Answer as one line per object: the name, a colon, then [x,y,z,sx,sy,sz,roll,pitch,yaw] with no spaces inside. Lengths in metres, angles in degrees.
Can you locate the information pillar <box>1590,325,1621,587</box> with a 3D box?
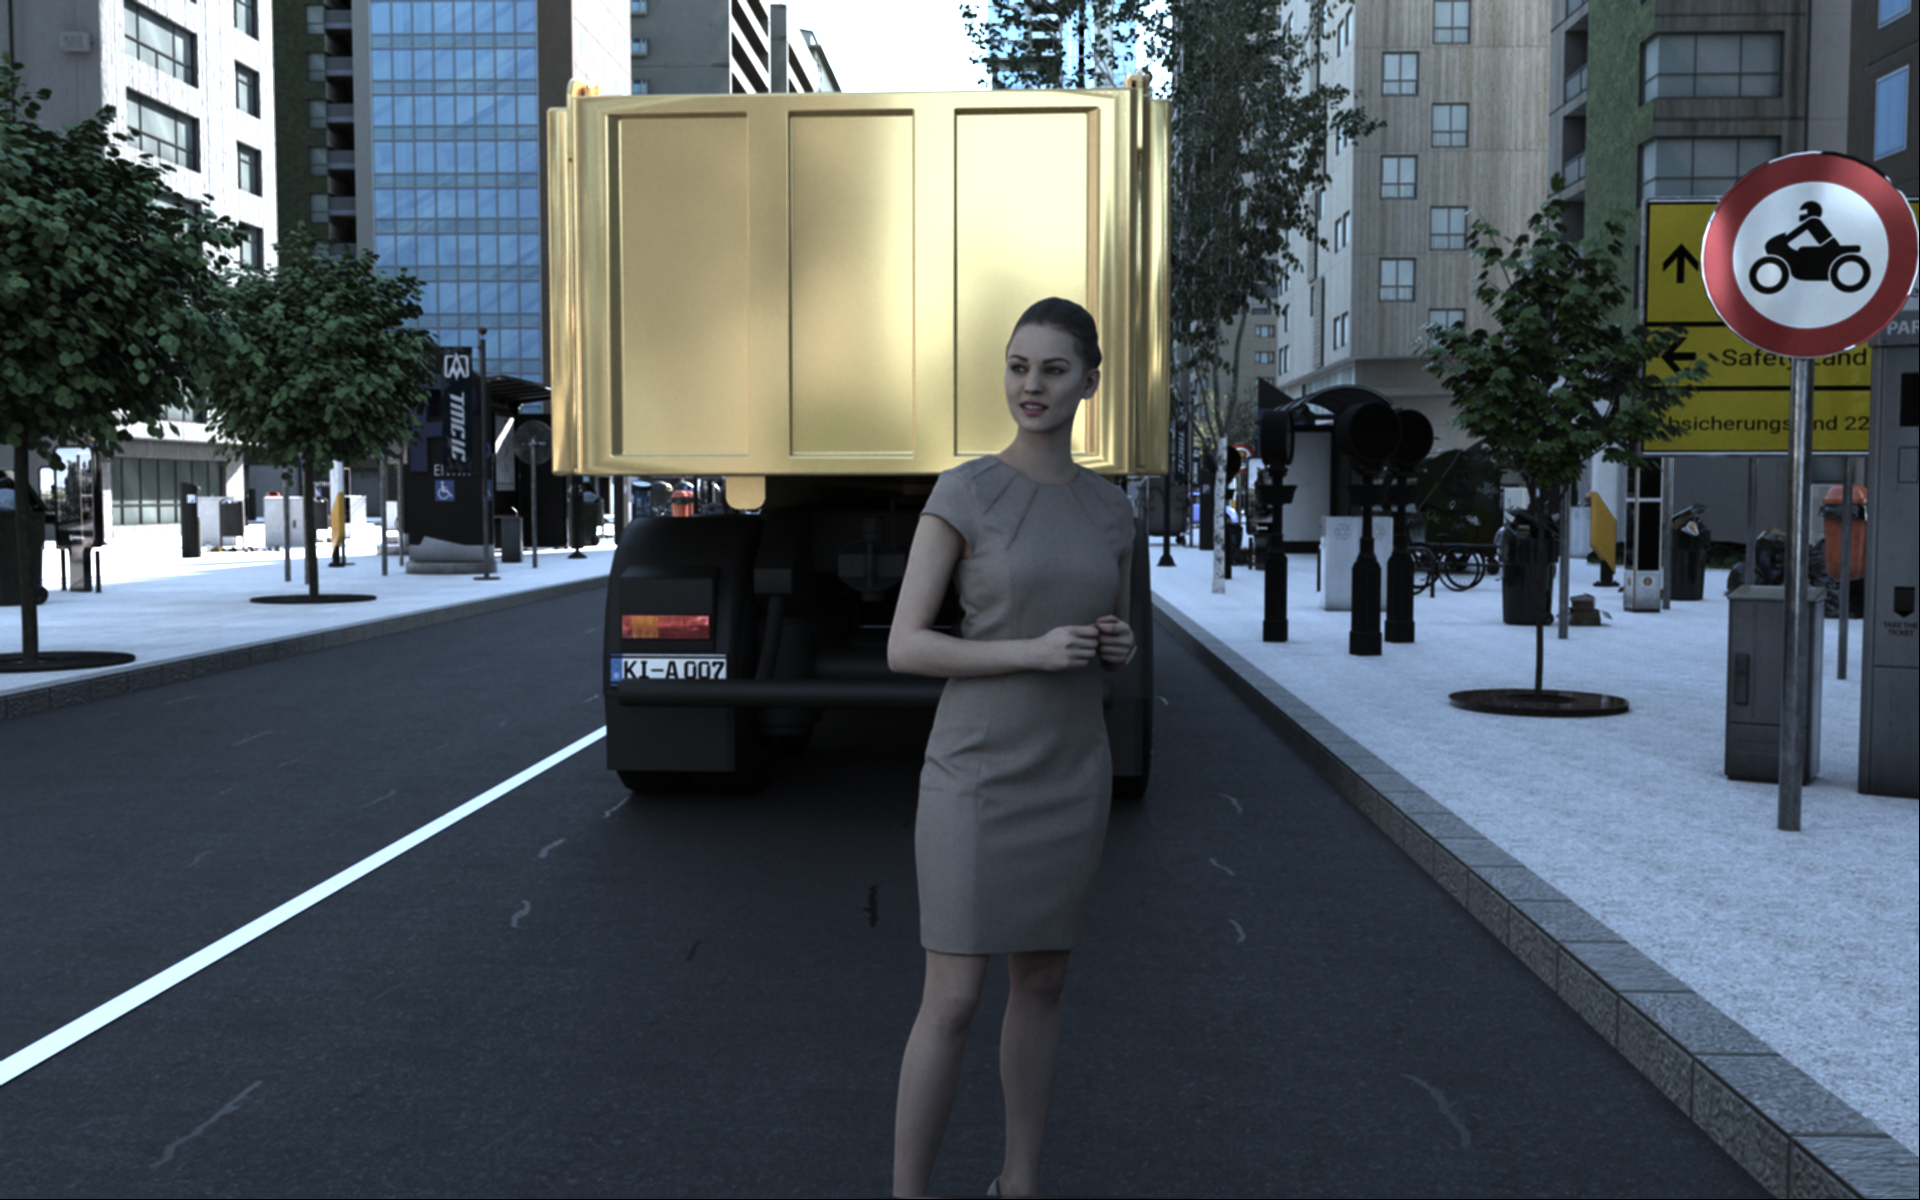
information pillar: [8.930,-1.993,23.948,0.504,3.616,0.183,-2,4,-35]

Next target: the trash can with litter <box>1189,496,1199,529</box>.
trash can with litter: [8.713,-3.281,64.707,1.678,1.210,2.233,-3,4,-38]

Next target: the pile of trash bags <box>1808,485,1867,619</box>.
pile of trash bags: [9.541,-0.496,17.859,1.912,1.369,3.447,3,5,40]

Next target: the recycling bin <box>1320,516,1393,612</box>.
recycling bin: [4.401,-0.409,19.249,0.722,1.027,0.722,0,4,7]

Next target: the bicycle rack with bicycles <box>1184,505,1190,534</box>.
bicycle rack with bicycles: [7.517,-2.614,56.129,2.852,0.926,2.925,0,4,6]

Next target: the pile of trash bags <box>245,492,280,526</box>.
pile of trash bags: [-29.096,-3.660,69.593,3.447,1.369,1.912,-2,4,-27]

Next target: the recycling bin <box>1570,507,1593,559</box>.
recycling bin: [12.582,-1.359,34.771,0.722,1.027,0.722,-1,4,-14]

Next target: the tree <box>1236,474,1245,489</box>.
tree: [22.973,-9.198,134.094,4.285,4.588,4.351,0,3,0]

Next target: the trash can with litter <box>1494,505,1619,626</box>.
trash can with litter: [5.838,-0.348,17.070,1.055,1.170,0.624,0,4,7]

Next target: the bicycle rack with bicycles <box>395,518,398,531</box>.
bicycle rack with bicycles: [-16.645,-2.635,56.469,2.925,0.926,2.852,3,5,42]

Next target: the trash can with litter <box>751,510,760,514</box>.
trash can with litter: [-14.588,-7.280,130.084,2.233,1.210,1.678,-1,4,-8]

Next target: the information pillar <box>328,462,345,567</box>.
information pillar: [-10.954,-2.387,30.388,0.183,3.616,0.504,-3,4,-37]

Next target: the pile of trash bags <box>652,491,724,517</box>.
pile of trash bags: [-7.212,-2.208,45.850,1.912,1.369,3.447,0,4,-2]

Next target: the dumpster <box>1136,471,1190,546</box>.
dumpster: [5.120,-2.321,43.710,1.264,1.857,1.865,0,4,2]

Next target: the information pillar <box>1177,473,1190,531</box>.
information pillar: [7.858,-3.455,60.977,0.304,2.012,0.304,-3,4,-37]

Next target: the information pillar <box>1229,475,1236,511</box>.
information pillar: [14.186,-6.041,90.130,0.183,3.616,0.504,-2,4,-29]

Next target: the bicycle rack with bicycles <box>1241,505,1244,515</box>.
bicycle rack with bicycles: [18.678,-5.635,105.516,2.852,0.926,2.925,-3,5,-45]

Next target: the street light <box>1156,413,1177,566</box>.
street light: [3.140,-3.558,30.716,1.470,5.913,1.316,0,4,2]

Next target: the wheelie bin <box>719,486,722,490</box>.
wheelie bin: [-9.704,-3.818,70.329,0.693,1.594,0.980,-1,4,-14]

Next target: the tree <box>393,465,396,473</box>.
tree: [-16.694,-3.586,53.235,1.663,3.219,1.824,0,3,0]

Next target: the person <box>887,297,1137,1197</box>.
person: [0.108,0.351,3.098,0.599,1.781,0.374,-2,4,-27]

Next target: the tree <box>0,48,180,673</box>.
tree: [-7.091,-1.792,13.014,4.285,4.588,4.351,0,3,0]

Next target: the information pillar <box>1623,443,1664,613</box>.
information pillar: [7.431,-0.876,18.815,0.304,2.012,0.304,0,3,0]

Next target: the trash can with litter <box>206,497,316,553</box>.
trash can with litter: [-15.764,-1.665,38.280,2.233,1.210,1.678,0,4,3]

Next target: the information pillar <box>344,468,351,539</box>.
information pillar: [-17.484,-2.726,49.068,0.304,2.012,0.304,1,4,18]

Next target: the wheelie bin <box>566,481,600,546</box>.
wheelie bin: [-9.370,-2.145,42.983,0.980,1.594,0.693,2,4,29]

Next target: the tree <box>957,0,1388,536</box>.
tree: [7.054,-12.014,52.311,12.611,20.169,13.585,0,3,0]

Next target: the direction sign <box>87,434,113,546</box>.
direction sign: [-21.411,-3.128,43.147,0.379,3.537,0.876,1,4,15]

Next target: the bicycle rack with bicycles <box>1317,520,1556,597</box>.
bicycle rack with bicycles: [5.972,-0.583,22.921,2.852,0.926,2.925,-3,4,-39]

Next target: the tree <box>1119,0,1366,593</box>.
tree: [3.242,-4.405,22.379,4.360,8.622,3.978,0,3,0]

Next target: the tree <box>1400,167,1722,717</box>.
tree: [3.615,-0.961,10.308,1.663,3.219,1.824,0,3,0]

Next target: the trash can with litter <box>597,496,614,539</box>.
trash can with litter: [-10.692,-2.382,50.011,1.678,1.210,2.233,1,4,13]

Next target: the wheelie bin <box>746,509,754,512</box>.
wheelie bin: [-15.095,-7.159,124.951,0.693,1.594,0.980,2,4,34]

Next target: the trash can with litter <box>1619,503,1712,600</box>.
trash can with litter: [8.577,-0.596,21.127,0.624,1.170,1.055,-3,5,-43]

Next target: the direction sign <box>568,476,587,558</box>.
direction sign: [-7.656,-2.603,34.551,0.876,3.537,0.379,-2,4,-32]

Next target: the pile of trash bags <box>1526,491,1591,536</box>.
pile of trash bags: [14.001,-1.834,39.746,1.912,1.369,3.447,3,5,42]

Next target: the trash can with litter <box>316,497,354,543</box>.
trash can with litter: [-17.301,-2.117,45.674,2.233,1.210,1.678,0,4,-4]

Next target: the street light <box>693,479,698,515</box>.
street light: [-5.526,-4.101,39.600,1.470,5.913,1.316,0,4,2]

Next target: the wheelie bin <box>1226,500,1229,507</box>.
wheelie bin: [12.423,-4.549,82.290,0.980,1.594,0.693,-3,4,-38]

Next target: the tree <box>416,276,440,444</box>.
tree: [-7.800,-2.274,20.886,4.285,4.588,4.351,0,3,0]

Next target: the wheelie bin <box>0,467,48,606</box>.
wheelie bin: [-11.002,-0.742,20.038,0.980,1.594,0.693,3,5,40]

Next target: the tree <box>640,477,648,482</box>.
tree: [-15.914,-5.857,90.362,1.663,3.219,1.824,0,3,0]

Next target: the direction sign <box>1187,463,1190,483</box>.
direction sign: [17.068,-8.262,127.088,0.876,3.537,0.379,1,4,20]

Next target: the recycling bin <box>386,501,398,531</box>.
recycling bin: [-19.750,-2.958,60.913,0.722,1.027,0.722,0,4,8]
